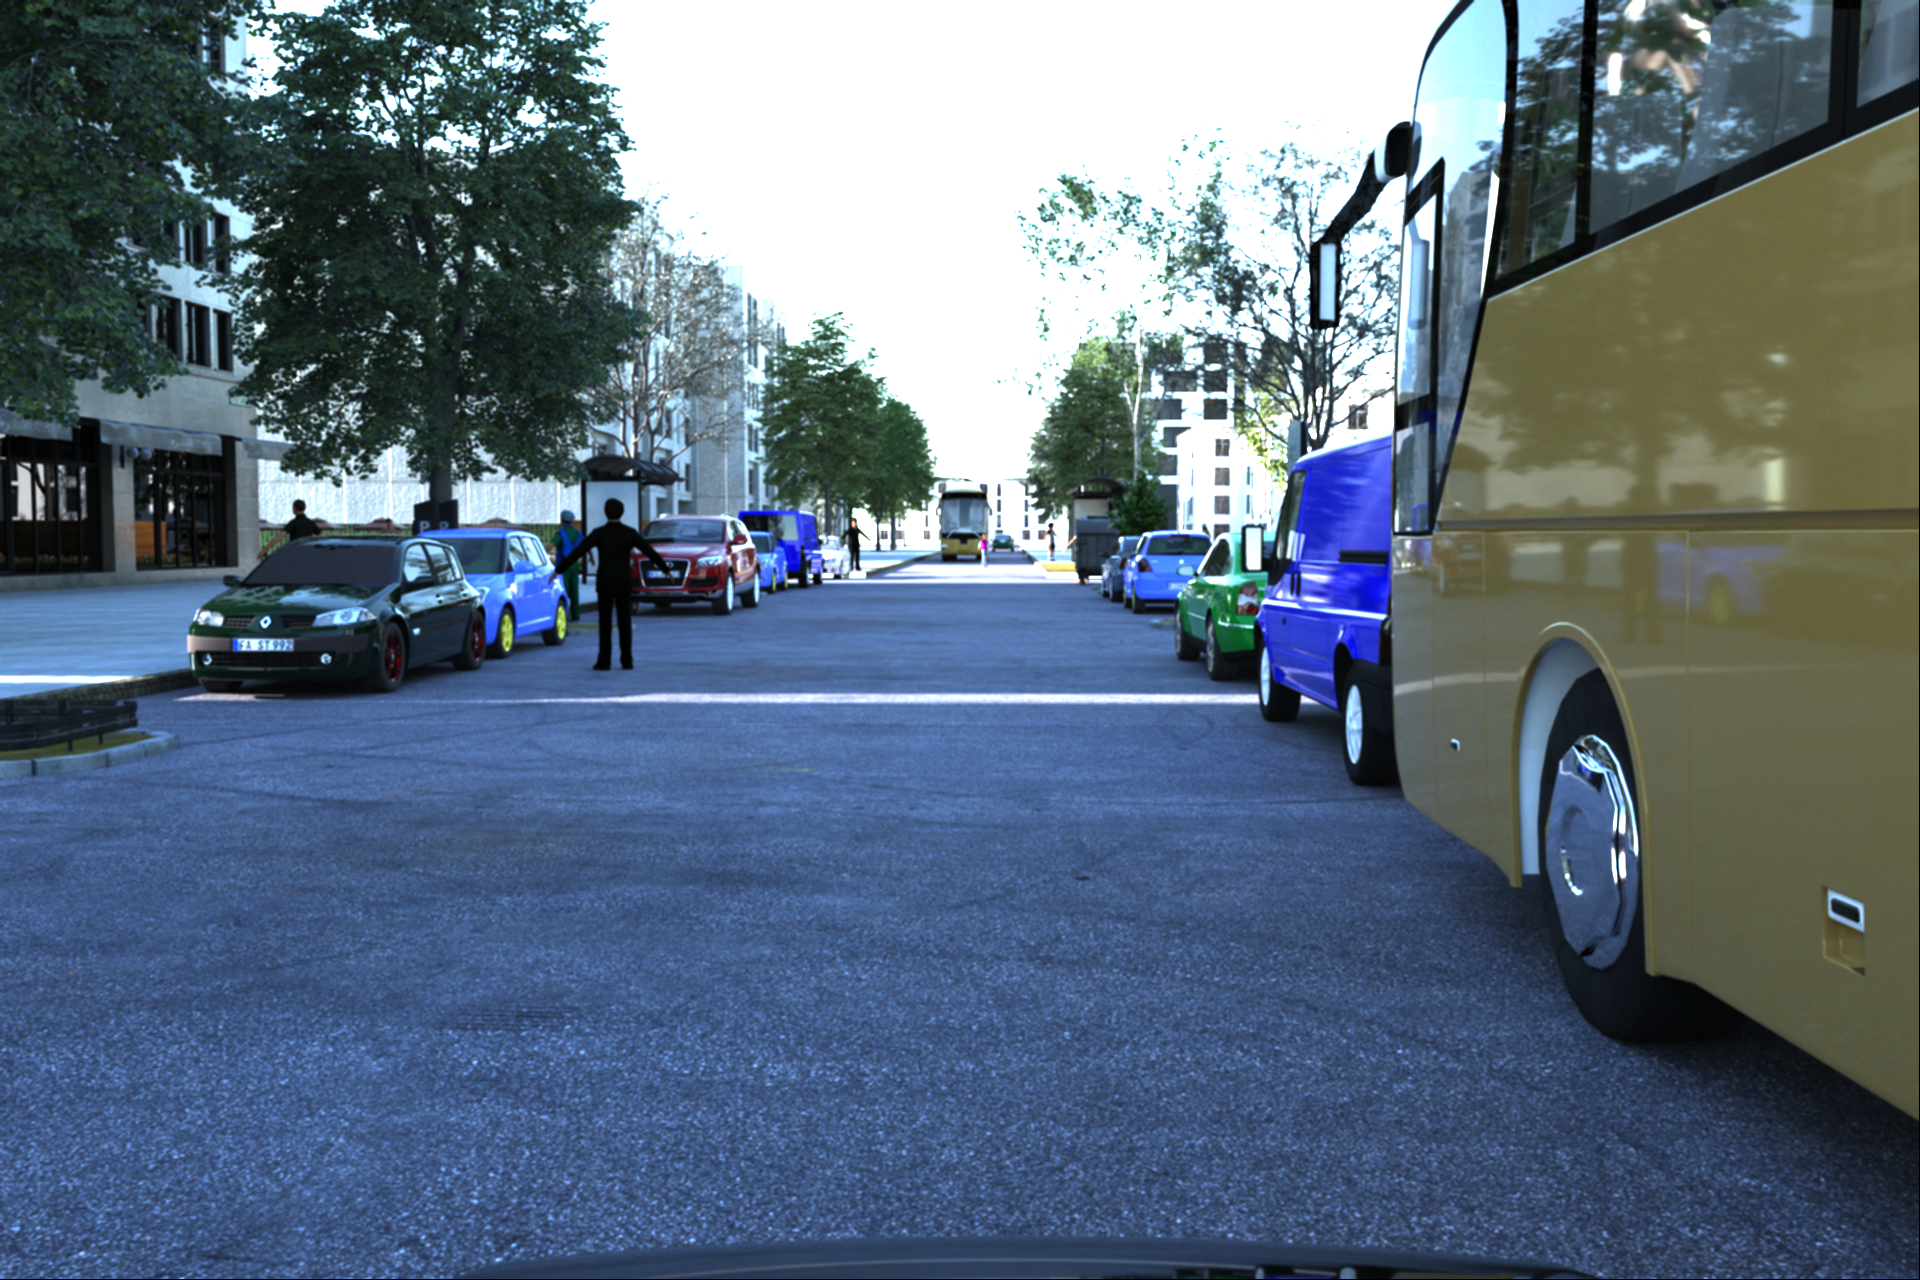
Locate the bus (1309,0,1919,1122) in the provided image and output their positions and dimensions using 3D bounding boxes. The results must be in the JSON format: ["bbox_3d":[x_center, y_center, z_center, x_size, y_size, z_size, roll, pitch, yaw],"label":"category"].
[{"bbox_3d":[2.988,-0.619,1.675,2.896,3.916,12.252,0,3,0],"label":"bus"}]

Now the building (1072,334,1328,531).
[{"bbox_3d":[26.253,-21.352,193.082,27.936,21.610,32.646,0,4,1],"label":"building"}]

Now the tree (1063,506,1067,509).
[{"bbox_3d":[10.380,-12.810,159.808,4.737,8.622,4.395,0,3,0],"label":"tree"}]

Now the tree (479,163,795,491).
[{"bbox_3d":[-10.639,-8.956,56.804,12.009,13.543,11.850,0,3,0],"label":"tree"}]

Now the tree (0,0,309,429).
[{"bbox_3d":[-12.058,-6.876,19.086,9.857,13.997,8.962,0,3,0],"label":"tree"}]

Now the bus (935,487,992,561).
[{"bbox_3d":[0.307,-6.261,93.916,2.896,3.916,12.252,0,4,1],"label":"bus"}]

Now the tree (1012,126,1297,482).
[{"bbox_3d":[9.625,-13.687,79.678,12.611,20.169,13.585,0,3,0],"label":"tree"}]

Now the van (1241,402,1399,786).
[{"bbox_3d":[3.210,-0.435,11.493,2.240,2.365,5.245,0,4,1],"label":"van"}]

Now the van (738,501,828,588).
[{"bbox_3d":[-4.888,-2.634,47.453,2.240,2.365,5.245,0,4,2],"label":"van"}]

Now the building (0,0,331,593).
[{"bbox_3d":[-30.413,-14.187,34.118,24.374,26.755,37.873,0,4,2],"label":"building"}]

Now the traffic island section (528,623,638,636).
[{"bbox_3d":[-5.787,-0.146,25.248,1.991,0.108,1.994,0,4,2],"label":"traffic island section"}]

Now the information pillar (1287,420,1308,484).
[{"bbox_3d":[7.105,-2.766,36.539,0.184,3.620,1.656,0,4,2],"label":"information pillar"}]

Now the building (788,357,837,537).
[{"bbox_3d":[-23.076,-21.323,179.551,19.493,23.208,18.063,0,4,2],"label":"building"}]

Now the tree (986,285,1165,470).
[{"bbox_3d":[8.576,-16.960,133.177,12.611,20.169,13.585,0,3,0],"label":"tree"}]

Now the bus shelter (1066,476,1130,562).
[{"bbox_3d":[4.995,-4.255,63.493,2.014,3.302,5.546,0,4,1],"label":"bus shelter"}]

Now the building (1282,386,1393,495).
[{"bbox_3d":[25.274,-9.644,99.821,9.099,9.664,28.070,0,4,2],"label":"building"}]

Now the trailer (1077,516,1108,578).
[{"bbox_3d":[4.532,-3.042,56.788,1.471,1.999,3.904,0,4,1],"label":"trailer"}]

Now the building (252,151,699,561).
[{"bbox_3d":[-25.580,-14.051,96.185,16.747,18.905,31.486,0,4,1],"label":"building"}]

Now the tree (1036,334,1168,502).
[{"bbox_3d":[8.025,-11.065,99.042,7.486,12.596,7.792,0,3,0],"label":"tree"}]

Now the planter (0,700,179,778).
[{"bbox_3d":[-6.208,0.616,11.071,1.991,0.319,1.994,0,4,1],"label":"planter"}]

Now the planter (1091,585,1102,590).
[{"bbox_3d":[4.398,-1.438,44.646,1.991,0.319,1.994,0,4,2],"label":"planter"}]

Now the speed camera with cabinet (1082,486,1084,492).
[{"bbox_3d":[5.213,-4.637,70.152,0.660,3.252,2.038,0,4,0],"label":"speed camera with cabinet"}]

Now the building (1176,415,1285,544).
[{"bbox_3d":[22.778,-11.791,134.923,9.099,9.664,28.070,0,4,1],"label":"building"}]

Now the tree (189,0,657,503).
[{"bbox_3d":[-10.863,-7.919,36.132,9.857,13.997,8.962,0,3,0],"label":"tree"}]

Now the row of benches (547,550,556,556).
[{"bbox_3d":[-15.911,-3.179,67.443,1.422,0.672,4.104,2,4,27],"label":"row of benches"}]

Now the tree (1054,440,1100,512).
[{"bbox_3d":[8.808,-10.579,123.336,4.737,8.622,4.395,0,3,0],"label":"tree"}]

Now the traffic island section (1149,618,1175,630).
[{"bbox_3d":[3.944,-0.238,26.759,1.991,0.108,1.994,0,4,1],"label":"traffic island section"}]

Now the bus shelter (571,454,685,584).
[{"bbox_3d":[-8.881,-3.231,46.743,2.014,3.302,5.546,0,4,1],"label":"bus shelter"}]

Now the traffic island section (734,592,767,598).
[{"bbox_3d":[-5.475,-1.033,39.752,1.991,0.108,1.994,0,4,1],"label":"traffic island section"}]

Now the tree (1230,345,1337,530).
[{"bbox_3d":[12.319,-7.166,67.525,4.737,8.622,4.395,0,3,0],"label":"tree"}]

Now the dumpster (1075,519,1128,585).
[{"bbox_3d":[4.168,-2.507,49.200,1.865,1.857,1.264,0,4,1],"label":"dumpster"}]

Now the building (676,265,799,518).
[{"bbox_3d":[-22.232,-16.107,129.814,16.747,18.905,31.486,0,4,1],"label":"building"}]

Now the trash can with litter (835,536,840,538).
[{"bbox_3d":[-4.610,-3.411,66.820,1.678,1.210,2.233,0,4,2],"label":"trash can with litter"}]

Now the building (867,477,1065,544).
[{"bbox_3d":[0.920,-18.839,252.617,28.070,9.664,9.099,1,4,11],"label":"building"}]

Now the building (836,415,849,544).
[{"bbox_3d":[-22.710,-21.005,209.896,16.747,18.905,31.486,0,4,1],"label":"building"}]
